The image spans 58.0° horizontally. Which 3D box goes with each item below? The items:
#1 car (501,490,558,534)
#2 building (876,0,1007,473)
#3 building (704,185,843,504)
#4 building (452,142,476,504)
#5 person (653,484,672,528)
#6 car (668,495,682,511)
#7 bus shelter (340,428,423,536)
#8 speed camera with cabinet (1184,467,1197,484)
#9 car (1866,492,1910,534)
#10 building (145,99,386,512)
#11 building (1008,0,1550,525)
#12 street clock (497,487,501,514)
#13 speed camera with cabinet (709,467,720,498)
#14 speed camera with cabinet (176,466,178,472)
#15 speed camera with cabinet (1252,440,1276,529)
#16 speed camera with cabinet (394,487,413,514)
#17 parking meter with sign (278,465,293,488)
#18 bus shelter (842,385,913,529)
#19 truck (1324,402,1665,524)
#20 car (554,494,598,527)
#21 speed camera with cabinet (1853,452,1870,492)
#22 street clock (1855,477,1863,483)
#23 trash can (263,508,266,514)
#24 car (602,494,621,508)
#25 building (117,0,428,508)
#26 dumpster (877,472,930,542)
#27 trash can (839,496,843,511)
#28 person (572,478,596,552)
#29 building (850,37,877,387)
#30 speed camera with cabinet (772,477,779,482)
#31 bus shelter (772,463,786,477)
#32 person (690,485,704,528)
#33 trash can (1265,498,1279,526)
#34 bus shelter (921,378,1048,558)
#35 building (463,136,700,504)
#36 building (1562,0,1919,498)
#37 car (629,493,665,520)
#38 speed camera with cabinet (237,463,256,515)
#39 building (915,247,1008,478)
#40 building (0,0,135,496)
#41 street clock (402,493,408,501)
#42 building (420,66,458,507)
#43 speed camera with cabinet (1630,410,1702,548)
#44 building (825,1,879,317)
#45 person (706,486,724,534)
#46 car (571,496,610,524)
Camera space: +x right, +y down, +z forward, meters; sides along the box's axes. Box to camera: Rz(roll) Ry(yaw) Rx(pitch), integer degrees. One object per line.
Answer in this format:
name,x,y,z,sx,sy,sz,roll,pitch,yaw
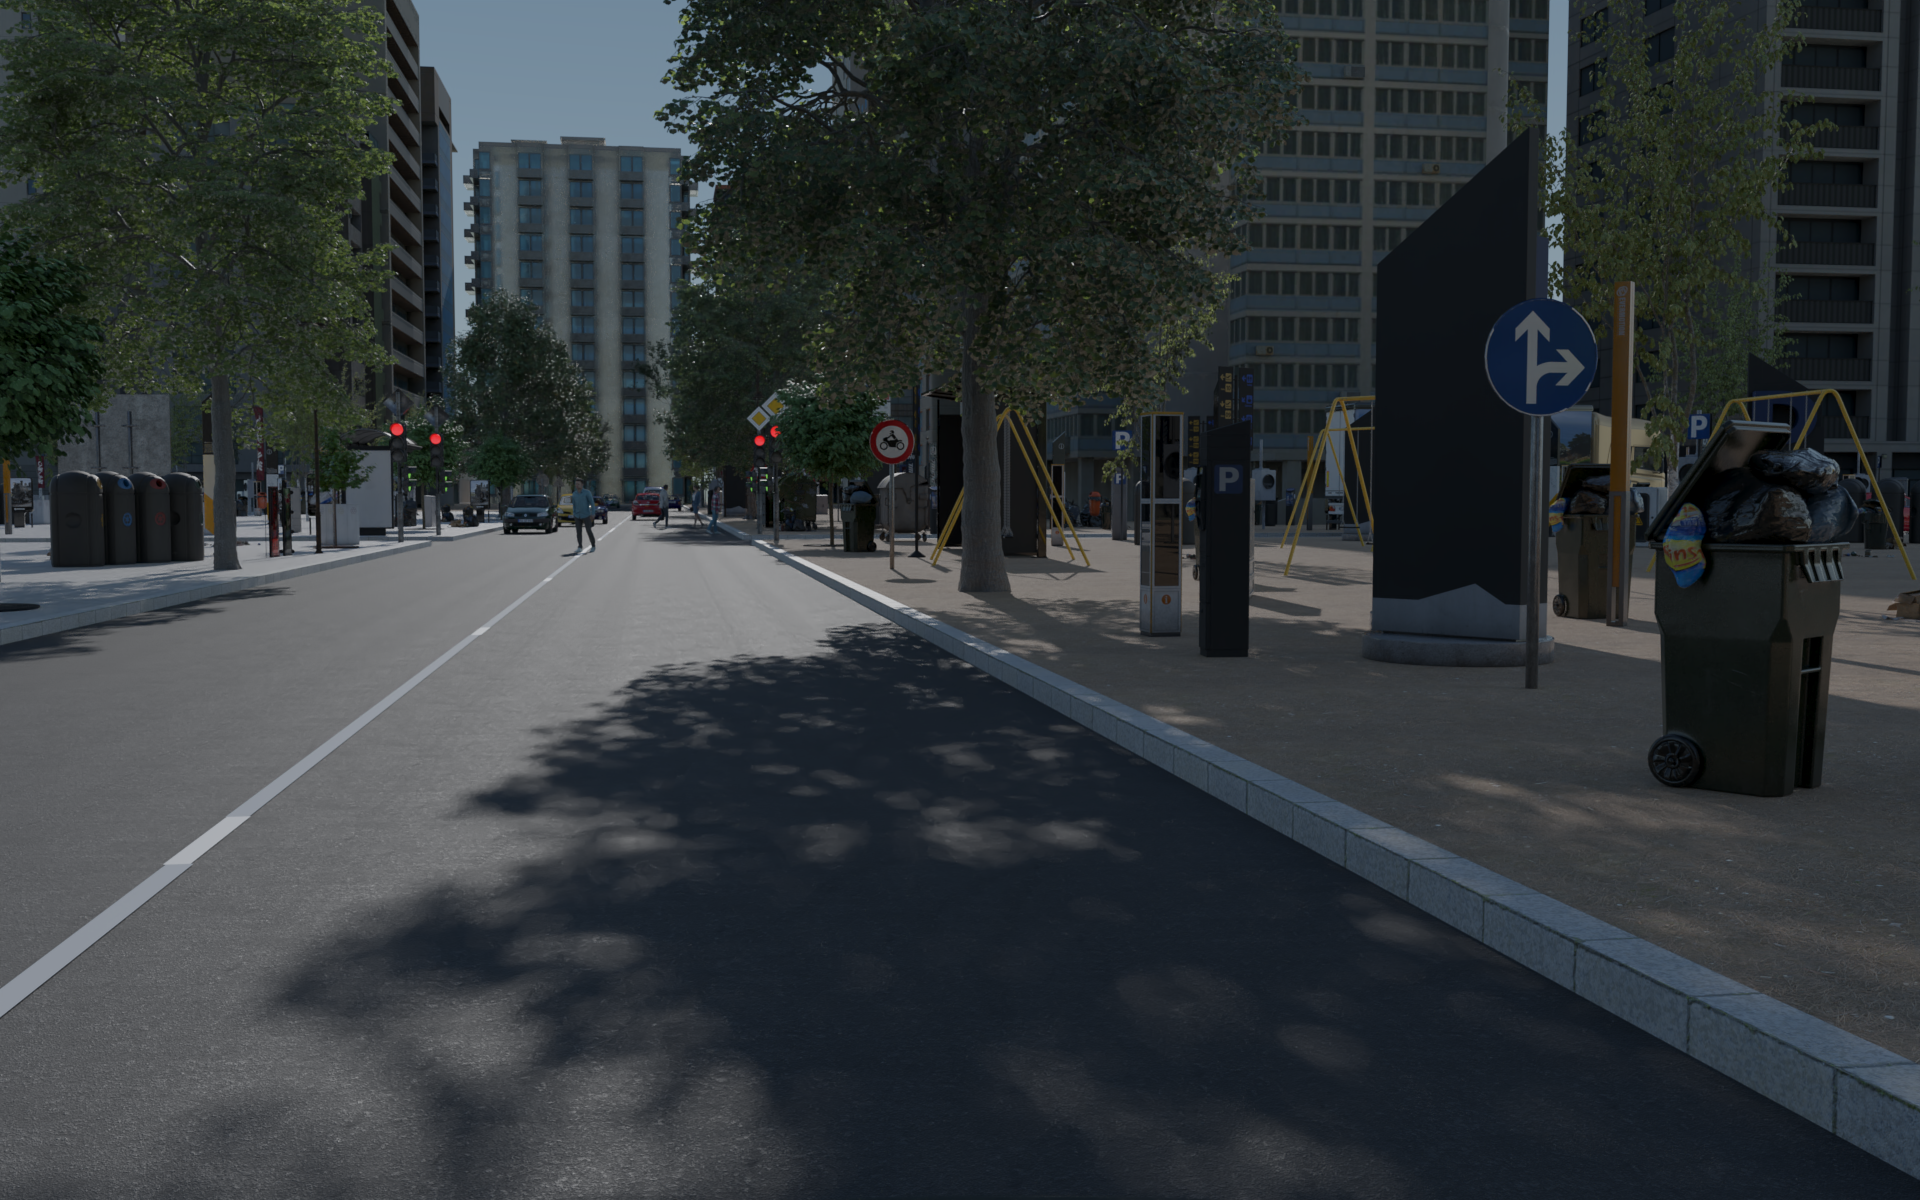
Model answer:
car,-15.812,-3.305,63.818,2.009,1.686,4.222,-1,4,-8
building,-0.205,-28.261,145.660,14.154,41.232,14.086,-1,4,-10
building,-20.977,-35.716,238.585,28.867,44.769,22.147,-1,4,-10
building,-80.212,-39.260,231.137,27.495,52.752,28.713,-1,4,-10
person,-12.382,-3.900,72.116,0.795,1.843,0.661,-2,4,-29
car,-24.118,-8.064,144.422,1.945,1.354,3.894,-1,4,-10
bus shelter,-18.683,-3.781,55.741,2.014,3.302,5.546,-1,4,-10
speed camera with cabinet,7.878,-4.151,62.206,2.038,3.252,0.660,-2,4,-24
car,30.772,-2.967,57.543,4.494,1.783,2.155,-1,4,-12
building,-51.939,-21.971,130.928,14.160,30.474,14.107,-1,4,-10
building,15.725,-24.196,87.482,23.993,40.220,32.217,-1,4,-10
street clock,-27.915,-6.161,105.296,0.358,2.002,0.471,2,4,31
speed camera with cabinet,-14.908,-7.071,109.946,2.038,3.252,0.660,-1,4,-9
speed camera with cabinet,-54.045,-7.741,120.893,0.660,3.252,2.038,3,4,38
speed camera with cabinet,10.402,-4.162,62.388,2.038,3.252,0.660,-2,4,-28
speed camera with cabinet,-35.606,-7.081,110.109,0.660,3.252,2.038,1,4,15
parking meter with sign,-40.375,-6.594,104.070,0.543,3.016,1.738,0,4,3
bus shelter,-3.175,-5.144,61.739,2.179,5.291,8.768,-1,4,-10
truck,17.341,-4.043,55.013,11.283,4.237,2.839,-1,4,-10
car,-17.149,-4.094,77.160,2.015,1.641,3.980,-1,4,-12
speed camera with cabinet,40.247,-5.165,78.791,2.038,3.252,0.660,0,4,1
street clock,37.669,-4.175,72.835,0.471,2.002,0.358,0,4,-6
trash can,-43.053,-5.882,107.823,0.748,1.137,0.748,0,3,0
car,-35.355,-9.992,175.167,2.131,1.459,4.920,-1,4,-10
building,-58.227,-32.049,147.703,21.300,48.544,21.600,-1,4,-10
dumpster,-1.524,-2.529,47.110,1.264,1.857,1.865,-1,4,-10
trash can,-8.433,-6.990,125.933,0.748,1.137,0.748,0,3,0
person,-9.296,-2.104,42.913,0.660,1.820,0.620,1,4,16
building,-2.422,-31.184,159.971,14.600,45.320,14.200,-1,4,-10
speed camera with cabinet,-9.935,-6.434,99.533,2.038,3.252,0.660,1,4,10
bus shelter,-11.005,-8.001,108.449,2.179,5.291,8.768,-1,4,-10
person,-11.110,-3.960,73.273,0.654,1.822,0.581,-2,4,-26
trash can,12.334,-3.503,68.934,0.748,1.137,0.748,0,3,0
bus shelter,0.468,-2.835,37.627,1.731,3.624,6.357,-1,4,-10
building,-50.827,-37.635,234.942,30.456,49.044,23.786,-1,4,-10
building,46.068,-39.795,88.898,20.611,71.187,20.563,-1,4,-10
car,-17.360,-5.346,96.443,2.155,1.783,4.494,-1,4,-10
speed camera with cabinet,-44.895,-7.011,108.969,0.660,3.252,2.038,-3,5,-40
building,12.622,-16.854,120.598,27.650,21.520,28.899,-1,4,-10
building,-94.291,-38.278,167.845,28.212,58.520,21.231,-1,4,-10
street clock,-24.938,-4.490,77.976,0.471,2.002,0.358,2,4,34
building,-60.029,-32.274,177.789,14.200,45.320,14.600,-1,4,-10
speed camera with cabinet,16.788,-2.868,41.221,0.660,3.252,2.038,-3,5,-44
building,1.319,-36.225,181.512,28.713,52.752,27.495,-1,4,-10
person,-8.837,-3.245,62.399,0.643,1.720,0.563,-1,4,-10
car,-17.941,-4.363,83.923,1.945,1.354,3.894,-1,4,-11
